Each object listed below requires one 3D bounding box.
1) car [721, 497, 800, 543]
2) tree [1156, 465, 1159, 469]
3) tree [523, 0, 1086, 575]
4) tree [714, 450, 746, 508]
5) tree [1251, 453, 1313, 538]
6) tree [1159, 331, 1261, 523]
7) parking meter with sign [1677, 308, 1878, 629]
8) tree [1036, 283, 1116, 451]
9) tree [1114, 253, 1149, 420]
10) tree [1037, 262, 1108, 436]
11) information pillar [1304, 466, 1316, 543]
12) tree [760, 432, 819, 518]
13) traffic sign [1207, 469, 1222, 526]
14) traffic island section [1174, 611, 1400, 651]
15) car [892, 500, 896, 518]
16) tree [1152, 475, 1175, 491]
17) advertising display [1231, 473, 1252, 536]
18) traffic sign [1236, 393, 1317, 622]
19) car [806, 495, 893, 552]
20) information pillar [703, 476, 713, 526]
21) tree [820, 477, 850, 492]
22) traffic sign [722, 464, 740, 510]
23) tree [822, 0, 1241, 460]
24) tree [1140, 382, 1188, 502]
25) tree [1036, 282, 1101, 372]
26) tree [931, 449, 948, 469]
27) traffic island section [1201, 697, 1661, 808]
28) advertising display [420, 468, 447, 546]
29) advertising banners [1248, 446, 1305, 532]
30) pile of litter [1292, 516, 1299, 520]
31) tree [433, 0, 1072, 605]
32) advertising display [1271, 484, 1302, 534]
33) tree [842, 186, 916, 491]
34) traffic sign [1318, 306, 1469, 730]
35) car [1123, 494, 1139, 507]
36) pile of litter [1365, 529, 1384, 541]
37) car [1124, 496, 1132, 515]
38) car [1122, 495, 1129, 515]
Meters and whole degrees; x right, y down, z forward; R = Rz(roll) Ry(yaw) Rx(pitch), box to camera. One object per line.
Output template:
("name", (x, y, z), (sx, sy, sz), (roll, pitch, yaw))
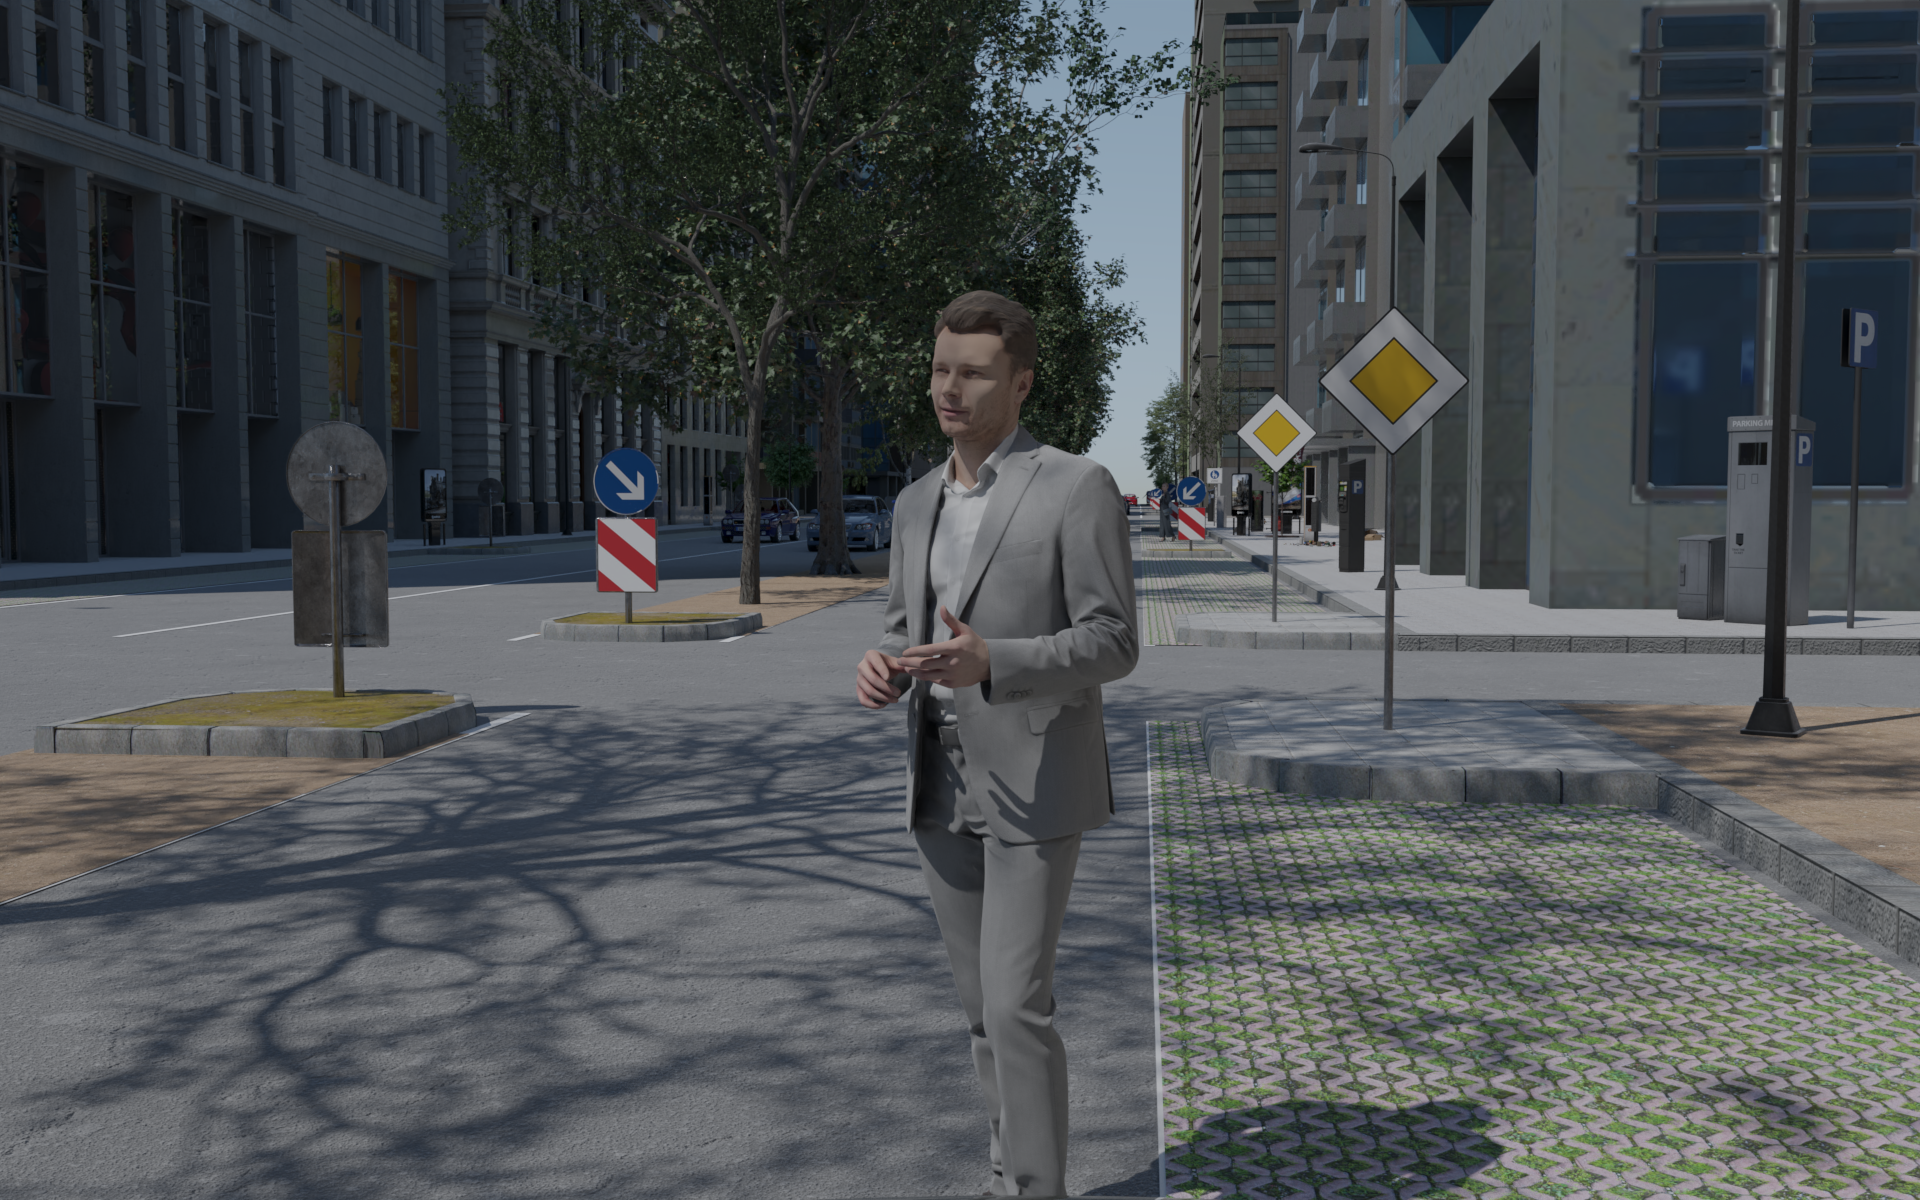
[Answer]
("car", (-5.964, -2.408, 51.945), (1.945, 1.354, 3.894), (0, 4, 7))
("tree", (28.294, -17.608, 238.246), (4.360, 8.622, 3.978), (0, 3, 0))
("tree", (-2.276, -6.783, 30.373), (9.611, 12.733, 9.660), (0, 3, 0))
("tree", (-10.036, -4.976, 75.962), (1.663, 3.219, 1.824), (0, 3, 0))
("tree", (9.650, -3.457, 51.119), (1.663, 3.219, 1.824), (0, 3, 0))
("tree", (11.302, -7.790, 77.733), (4.360, 8.622, 3.978), (0, 3, 0))
("parking meter with sign", (7.993, -1.274, 17.091), (0.543, 3.016, 1.738), (-3, 4, -38))
("tree", (3.747, -10.955, 88.226), (9.857, 13.997, 8.962), (0, 3, 0))
("tree", (1.731, -8.607, 60.196), (9.611, 12.733, 9.660), (0, 3, 0))
("tree", (2.879, -9.723, 79.557), (7.486, 12.596, 7.792), (0, 3, 0))
("information pillar", (9.227, -2.519, 45.671), (0.304, 2.012, 0.304), (1, 4, 9))
("tree", (-9.092, -6.630, 92.114), (4.285, 4.588, 4.351), (0, 3, 0))
("traffic sign", (10.166, -4.100, 69.169), (0.606, 2.300, 0.079), (1, 4, 9))
("traffic island section", (3.176, 0.299, 17.386), (2.009, 0.180, 2.903), (0, 4, 6))
("car", (-2.583, -5.007, 91.448), (1.945, 1.707, 3.694), (0, 4, 5))
("tree", (29.010, -16.076, 246.554), (4.285, 4.588, 4.351), (0, 3, 0))
("advertising display", (8.665, -2.940, 53.291), (0.123, 1.923, 0.974), (-2, 4, -24))
("traffic sign", (3.152, -0.836, 17.311), (0.795, 2.450, 0.064), (0, 4, 6))
("car", (-2.764, -1.998, 44.663), (2.014, 1.417, 4.499), (0, 4, 6))
("information pillar", (-10.239, -4.027, 70.339), (0.304, 2.012, 0.304), (1, 4, 13))
("tree", (-7.269, -6.662, 103.528), (1.663, 3.219, 1.824), (0, 3, 0))
("traffic sign", (-9.752, -4.503, 73.725), (0.768, 2.556, 0.104), (1, 4, 10))
("tree", (0.937, -11.588, 47.818), (12.611, 20.169, 13.585), (0, 3, 0))
("tree", (21.635, -15.732, 175.338), (7.486, 12.596, 7.792), (0, 3, 0))
("tree", (2.322, -8.693, 70.343), (9.928, 11.665, 9.643), (0, 3, 0))
("tree", (-1.185, -13.280, 167.490), (4.360, 8.622, 3.978), (0, 3, 0))
("traffic island section", (2.352, 0.785, 9.443), (2.009, 0.180, 2.903), (0, 4, 6))
("advertising display", (-13.092, -2.317, 43.096), (0.123, 1.923, 0.974), (1, 4, 17))
("advertising banners", (10.811, -3.844, 59.043), (2.074, 3.025, 0.090), (-1, 4, -14))
("pile of litter", (16.417, -4.503, 87.585), (1.719, 0.858, 1.176), (1, 4, 16))
("tree", (-2.778, -5.192, 21.753), (8.767, 10.594, 7.601), (0, 4, 6))
("advertising display", (10.482, -3.081, 55.582), (0.974, 1.923, 0.123), (1, 4, 14))
("tree", (-1.226, -5.307, 39.589), (4.737, 8.622, 4.395), (0, 3, 0))
("traffic sign", (2.328, -0.350, 9.369), (0.795, 2.450, 0.064), (0, 4, 6))
("car", (19.085, -11.369, 194.925), (2.155, 1.783, 4.494), (0, 4, 5))
("pile of litter", (11.286, -2.097, 48.245), (1.176, 0.858, 1.719), (3, 5, 40))
("car", (10.989, -6.615, 120.731), (1.945, 1.354, 3.894), (0, 4, 5))
("car", (10.342, -6.381, 116.334), (2.014, 1.417, 4.499), (0, 4, 7))
